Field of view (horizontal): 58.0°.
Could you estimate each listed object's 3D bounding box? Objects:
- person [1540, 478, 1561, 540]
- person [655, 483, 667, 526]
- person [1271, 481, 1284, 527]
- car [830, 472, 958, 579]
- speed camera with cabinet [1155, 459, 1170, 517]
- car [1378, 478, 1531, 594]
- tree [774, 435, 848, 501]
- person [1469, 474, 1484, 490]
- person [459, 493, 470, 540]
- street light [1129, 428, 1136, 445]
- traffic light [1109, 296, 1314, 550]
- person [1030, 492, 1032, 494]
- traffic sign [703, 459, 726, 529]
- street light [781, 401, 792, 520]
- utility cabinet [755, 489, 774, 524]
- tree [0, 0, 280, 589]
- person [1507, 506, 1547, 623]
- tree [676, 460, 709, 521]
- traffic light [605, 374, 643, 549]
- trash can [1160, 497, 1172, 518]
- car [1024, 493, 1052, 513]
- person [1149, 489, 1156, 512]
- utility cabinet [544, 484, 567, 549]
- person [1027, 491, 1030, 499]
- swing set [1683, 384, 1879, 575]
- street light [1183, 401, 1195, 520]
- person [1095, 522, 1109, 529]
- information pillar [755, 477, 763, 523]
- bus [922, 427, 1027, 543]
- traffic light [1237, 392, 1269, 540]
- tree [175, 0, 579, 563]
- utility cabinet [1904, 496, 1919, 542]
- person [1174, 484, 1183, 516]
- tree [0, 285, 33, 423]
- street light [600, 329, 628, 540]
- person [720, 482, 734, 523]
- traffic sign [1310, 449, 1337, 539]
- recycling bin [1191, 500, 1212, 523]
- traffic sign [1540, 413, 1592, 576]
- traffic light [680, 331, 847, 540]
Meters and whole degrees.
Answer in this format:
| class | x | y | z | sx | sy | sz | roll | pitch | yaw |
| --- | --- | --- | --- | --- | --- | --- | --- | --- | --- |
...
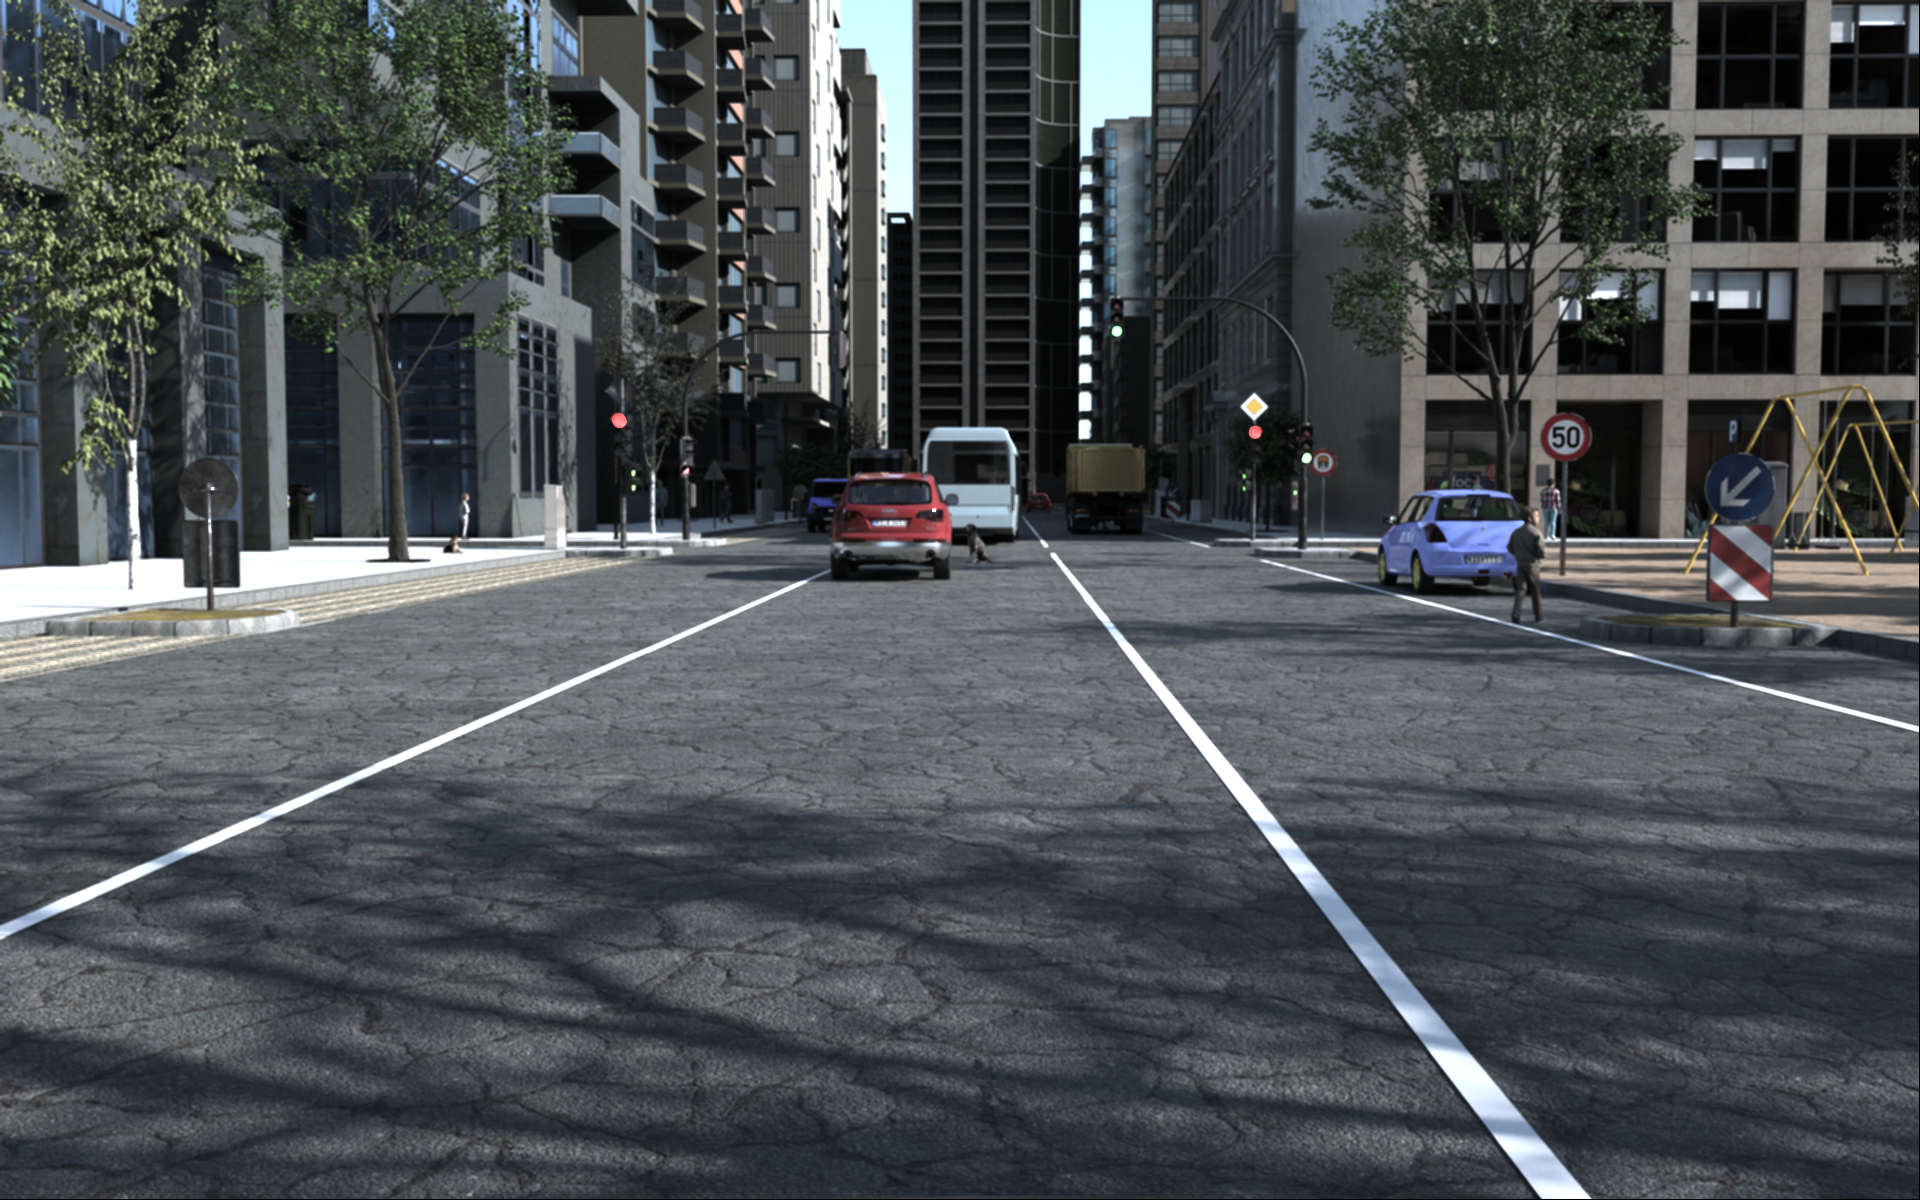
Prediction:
| class | x | y | z | sx | sy | sz | roll | pitch | yaw |
| --- | --- | --- | --- | --- | --- | --- | --- | --- | --- |
| person | 16.503 | -2.543 | 48.454 | 0.563 | 1.720 | 0.643 | 2 | 4 | 34 |
| person | -12.086 | -3.887 | 69.693 | 0.635 | 1.810 | 0.391 | 0 | 4 | 1 |
| person | 12.565 | -3.816 | 68.618 | 0.537 | 1.800 | 0.526 | 0 | 4 | -2 |
| car | -1.167 | -1.342 | 30.607 | 2.281 | 1.827 | 5.304 | 0 | 4 | 0 |
| speed camera with cabinet | 11.292 | -6.238 | 96.321 | 0.660 | 3.252 | 2.038 | 1 | 4 | 13 |
| car | 7.409 | -1.006 | 26.047 | 1.945 | 1.707 | 3.694 | 0 | 4 | 2 |
| tree | -8.698 | -6.886 | 96.307 | 4.285 | 4.588 | 4.351 | 0 | 3 | 0 |
| person | 14.186 | -2.559 | 47.873 | 0.794 | 1.824 | 0.713 | -2 | 4 | -30 |
| person | -13.767 | -2.315 | 48.177 | 0.425 | 1.301 | 0.394 | 2 | 4 | 32 |
| street light | 12.070 | -9.127 | 122.008 | 0.468 | 5.910 | 1.993 | 0 | 4 | 1 |
| traffic light | 5.811 | -3.991 | 39.922 | 4.771 | 5.953 | 1.251 | 0 | 4 | 1 |
| person | 8.066 | -11.558 | 198.263 | 0.721 | 1.735 | 1.217 | 3 | 4 | 37 |
| traffic sign | -9.131 | -3.939 | 64.406 | 0.884 | 2.594 | 0.081 | 0 | 4 | 6 |
| street light | -8.644 | -6.928 | 86.060 | 0.468 | 5.910 | 1.993 | 0 | 4 | 1 |
| utility cabinet | -8.920 | -4.345 | 79.722 | 0.318 | 1.500 | 1.173 | 1 | 4 | 19 |
| tree | -11.342 | -4.442 | 22.994 | 4.737 | 8.622 | 4.395 | 0 | 3 | 0 |
| person | 6.315 | -0.399 | 19.299 | 0.475 | 1.303 | 0.640 | 3 | 5 | 39 |
| tree | -13.082 | -5.395 | 82.811 | 1.663 | 3.219 | 1.824 | 0 | 3 | 0 |
| traffic light | -7.852 | -3.149 | 40.399 | 0.839 | 4.253 | 0.868 | 0 | 4 | 1 |
| trash can | 11.180 | -5.025 | 93.809 | 0.748 | 1.137 | 0.748 | 0 | 3 | 0 |
| car | 6.048 | -7.630 | 133.791 | 2.155 | 1.783 | 4.494 | 0 | 4 | 1 |
| person | 13.491 | -7.017 | 120.976 | 0.583 | 1.804 | 0.606 | 0 | 4 | 6 |
| utility cabinet | -9.412 | -1.937 | 40.354 | 0.318 | 1.500 | 1.173 | 0 | 4 | -2 |
| person | 7.087 | -10.437 | 180.079 | 0.436 | 1.711 | 0.756 | 0 | 4 | 2 |
| swing set | 12.894 | -1.739 | 26.049 | 2.862 | 2.851 | 3.119 | 0 | 4 | 5 |
| street light | 11.113 | -6.815 | 84.214 | 0.468 | 5.910 | 1.993 | 0 | 4 | 1 |
| person | 5.807 | -3.807 | 70.845 | 0.850 | 1.850 | 0.679 | -2 | 4 | -31 |
| information pillar | -8.779 | -4.350 | 75.621 | 0.304 | 2.012 | 0.304 | -1 | 4 | -19 |
| bus | 0.563 | -3.643 | 54.417 | 2.948 | 3.499 | 13.247 | 0 | 4 | 3 |
| traffic light | 8.110 | -3.613 | 47.992 | 0.839 | 4.253 | 0.868 | 0 | 4 | 1 |
| tree | -10.765 | -6.521 | 32.378 | 9.928 | 11.665 | 9.643 | 0 | 3 | 0 |
| utility cabinet | 25.881 | -2.190 | 46.965 | 0.306 | 1.237 | 1.020 | 1 | 4 | 19 |
| person | 12.503 | -5.750 | 99.835 | 0.755 | 1.850 | 0.659 | 1 | 4 | 14 |
| tree | -11.291 | -2.078 | 17.696 | 4.285 | 4.588 | 4.351 | 0 | 3 | 0 |
| street light | -9.710 | -4.646 | 48.747 | 0.468 | 5.910 | 1.993 | 0 | 4 | 1 |
| person | -10.372 | -4.326 | 76.734 | 0.822 | 1.834 | 0.622 | -3 | 4 | -39 |
| traffic sign | 10.240 | -2.984 | 48.899 | 0.768 | 2.556 | 0.104 | 1 | 4 | 10 |
| recycling bin | 10.793 | -3.966 | 77.405 | 0.722 | 1.027 | 0.722 | -2 | 4 | -27 |
| traffic sign | 9.482 | -1.656 | 27.182 | 0.768 | 2.556 | 0.104 | 1 | 4 | 10 |
| traffic light | -5.553 | -4.507 | 48.363 | 4.771 | 5.953 | 1.251 | 0 | 4 | 1 |
